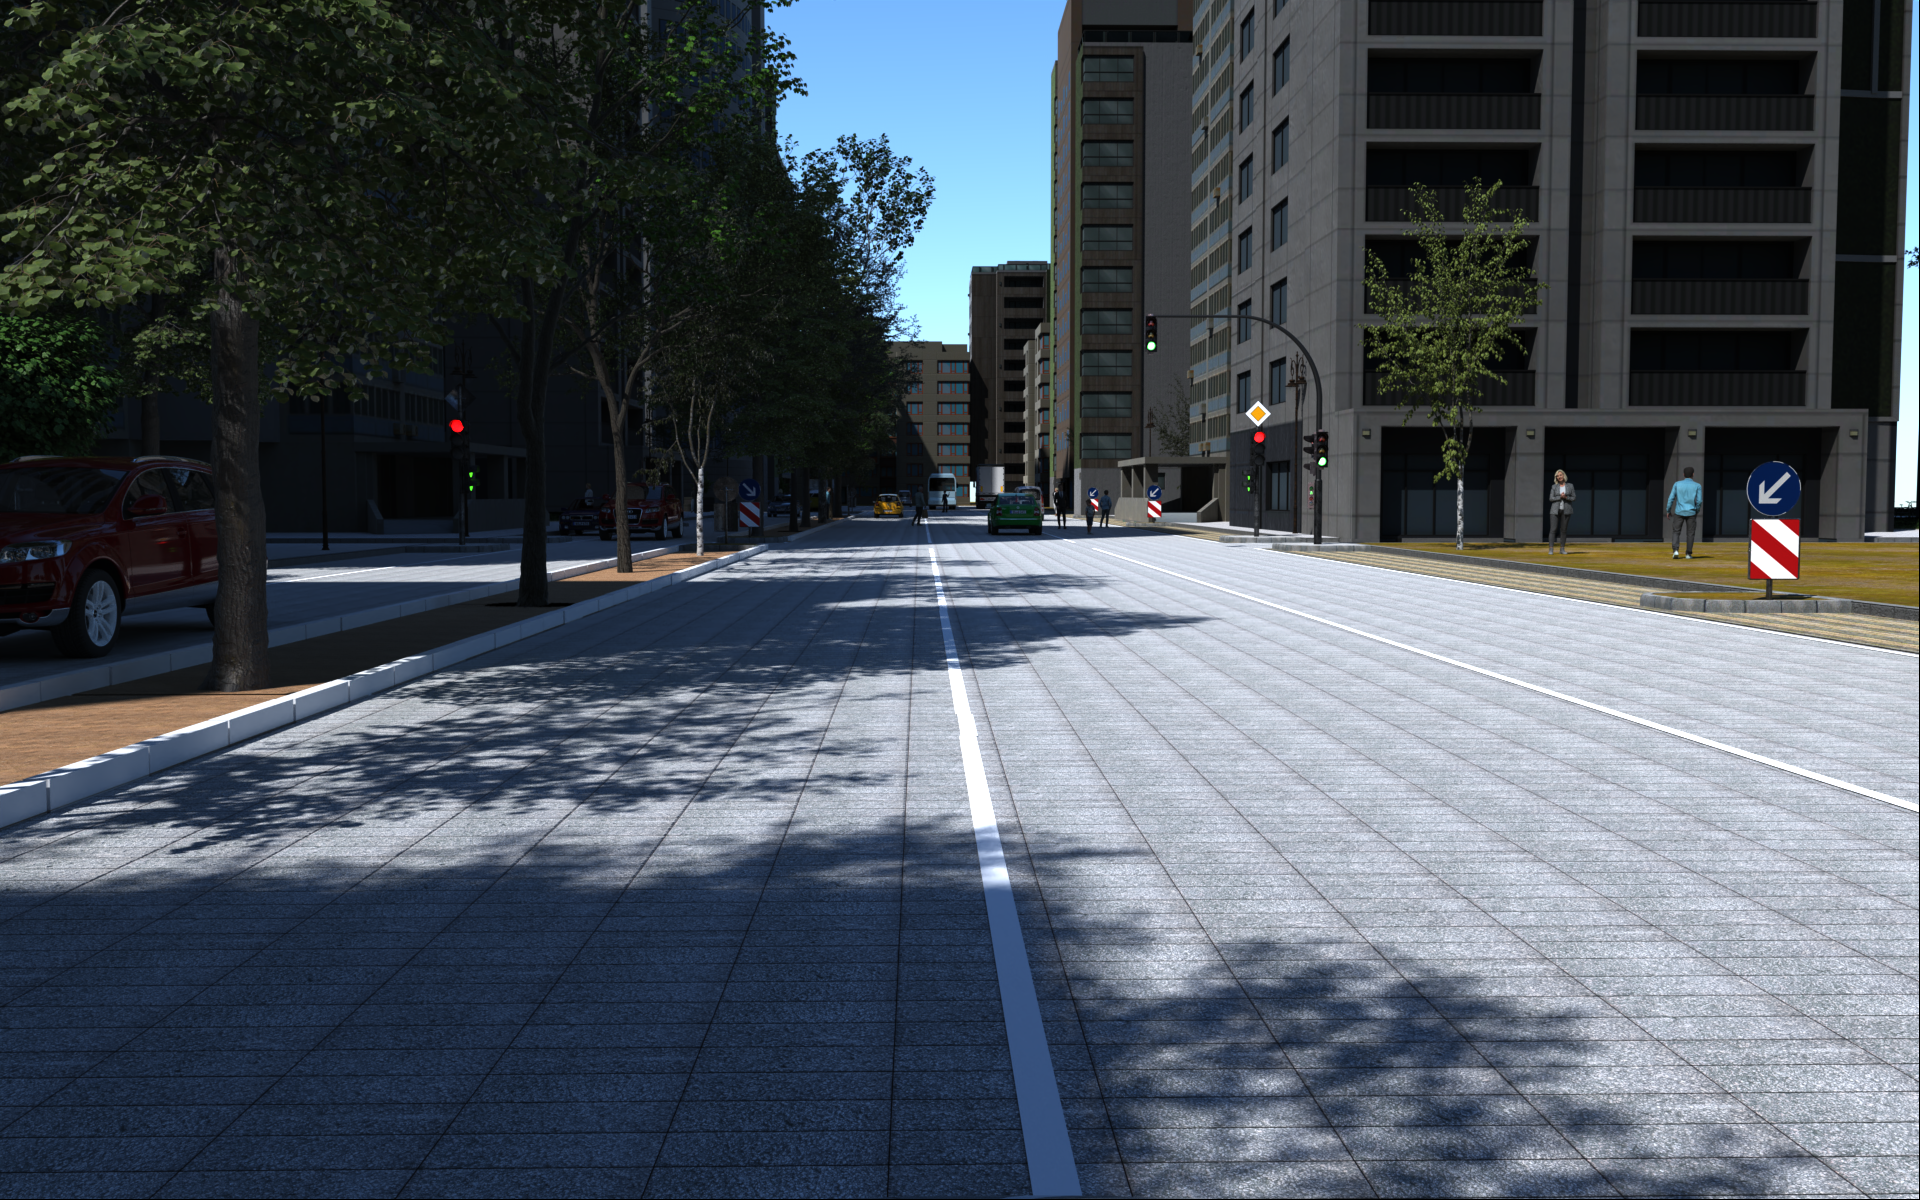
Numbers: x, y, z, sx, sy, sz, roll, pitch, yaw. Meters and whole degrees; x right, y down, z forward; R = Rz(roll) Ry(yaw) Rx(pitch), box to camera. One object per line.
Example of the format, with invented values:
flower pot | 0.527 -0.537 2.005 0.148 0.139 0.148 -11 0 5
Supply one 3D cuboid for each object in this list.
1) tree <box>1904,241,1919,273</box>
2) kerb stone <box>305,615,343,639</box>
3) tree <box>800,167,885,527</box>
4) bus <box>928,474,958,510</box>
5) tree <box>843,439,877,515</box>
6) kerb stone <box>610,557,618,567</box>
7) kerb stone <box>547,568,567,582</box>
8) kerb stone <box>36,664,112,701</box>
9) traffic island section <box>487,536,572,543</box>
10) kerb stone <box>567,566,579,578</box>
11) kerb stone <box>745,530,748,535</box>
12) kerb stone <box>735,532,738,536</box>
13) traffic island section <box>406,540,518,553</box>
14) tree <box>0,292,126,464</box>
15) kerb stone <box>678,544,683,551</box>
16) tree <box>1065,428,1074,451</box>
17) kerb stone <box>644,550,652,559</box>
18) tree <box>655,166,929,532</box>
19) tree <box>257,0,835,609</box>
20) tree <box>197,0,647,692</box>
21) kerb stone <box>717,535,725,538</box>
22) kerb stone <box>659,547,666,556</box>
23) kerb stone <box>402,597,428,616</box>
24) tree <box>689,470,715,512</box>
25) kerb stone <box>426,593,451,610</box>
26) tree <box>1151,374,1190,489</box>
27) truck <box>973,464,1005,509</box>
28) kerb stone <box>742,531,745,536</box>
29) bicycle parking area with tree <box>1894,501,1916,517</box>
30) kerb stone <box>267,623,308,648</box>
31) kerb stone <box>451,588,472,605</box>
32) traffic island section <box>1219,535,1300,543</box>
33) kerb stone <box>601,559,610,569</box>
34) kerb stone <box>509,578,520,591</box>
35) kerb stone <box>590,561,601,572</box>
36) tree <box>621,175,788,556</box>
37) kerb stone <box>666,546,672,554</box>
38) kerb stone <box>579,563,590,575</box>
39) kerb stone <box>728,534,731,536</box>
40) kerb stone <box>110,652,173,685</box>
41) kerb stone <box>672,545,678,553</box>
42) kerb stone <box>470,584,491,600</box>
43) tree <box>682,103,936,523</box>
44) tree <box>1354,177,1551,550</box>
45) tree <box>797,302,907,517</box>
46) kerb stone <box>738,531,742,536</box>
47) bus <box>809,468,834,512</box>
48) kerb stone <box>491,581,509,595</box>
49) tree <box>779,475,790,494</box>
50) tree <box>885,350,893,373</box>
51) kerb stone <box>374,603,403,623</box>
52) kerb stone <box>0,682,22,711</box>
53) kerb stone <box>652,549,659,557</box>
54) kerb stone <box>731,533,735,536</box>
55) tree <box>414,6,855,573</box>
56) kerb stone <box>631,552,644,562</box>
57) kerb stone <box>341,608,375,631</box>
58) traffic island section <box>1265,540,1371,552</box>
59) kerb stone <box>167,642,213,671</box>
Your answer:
tree | 25.696 -6.324 37.812 8.767 10.594 7.601 0 4 8
kerb stone | -6.484 0.288 17.487 0.120 0.150 1.000 0 4 -1
tree | -6.410 -8.156 53.934 7.486 12.596 7.792 0 3 0
bus | -1.631 -10.207 161.740 2.948 3.499 13.247 0 4 0
tree | -7.363 -9.902 114.718 4.737 8.622 4.395 0 3 0
kerb stone | -6.851 -0.715 33.882 0.120 0.150 1.000 0 4 -1
kerb stone | -6.732 -0.398 28.762 0.120 0.150 1.000 0 4 -1
kerb stone | -6.370 0.601 12.368 0.120 0.150 1.000 0 4 -1
traffic island section | -12.774 -1.801 51.731 2.009 0.180 2.903 0 4 -1
kerb stone | -6.756 -0.463 29.785 0.120 0.150 1.000 0 4 -1
kerb stone | -7.435 -2.254 59.049 0.120 0.150 1.000 0 4 -1
kerb stone | -7.362 -2.066 55.969 0.120 0.150 1.000 0 4 -1
traffic island section | -12.591 -1.313 43.748 2.009 0.180 2.903 0 4 -1
tree | -14.637 -2.637 26.823 4.285 4.588 4.351 0 3 0
kerb stone | -7.070 -1.279 43.108 0.120 0.150 1.000 0 4 -1
tree | 9.843 -10.555 122.943 4.737 8.622 4.395 0 3 0
kerb stone | -6.943 -0.966 37.986 0.120 0.150 1.000 0 4 -1
tree | -6.230 -9.287 64.670 12.009 13.543 11.850 0 3 0
tree | -5.311 -5.709 21.549 9.928 11.665 9.643 0 3 0
tree | -5.384 -5.636 12.727 7.486 12.596 7.792 0 3 0
kerb stone | -7.289 -1.875 52.896 0.120 0.150 1.000 0 4 -1
kerb stone | -6.996 -1.092 40.043 0.120 0.150 1.000 0 4 -1
kerb stone | -6.549 0.102 20.560 0.120 0.150 1.000 0 4 -1
tree | -18.339 -7.863 123.160 1.663 3.219 1.824 0 3 0
kerb stone | -6.572 0.038 21.582 0.120 0.150 1.000 0 4 -1
tree | 13.365 -9.278 102.064 4.360 8.622 3.978 0 3 0
truck | 2.827 -10.908 167.265 2.839 4.237 11.283 0 4 -1
kerb stone | -7.409 -2.187 58.025 0.120 0.150 1.000 0 4 -1
bicycle parking area with tree | 45.134 -6.237 88.969 8.231 4.147 9.016 0 4 1
kerb stone | -6.457 0.351 16.458 0.120 0.150 1.000 0 4 -1
kerb stone | -6.593 -0.018 22.604 0.120 0.150 1.000 0 4 -1
traffic island section | 8.962 -1.831 52.222 2.009 0.180 2.903 0 4 -1
kerb stone | -6.834 -0.652 32.860 0.120 0.150 1.000 0 4 -1
kerb stone | -6.665 -0.207 25.692 0.120 0.150 1.000 0 4 -1
kerb stone | -6.806 -0.590 31.838 0.120 0.150 1.000 0 4 -1
tree | -6.018 -5.329 39.952 4.360 8.622 3.978 0 3 0
kerb stone | -7.021 -1.154 41.064 0.120 0.150 1.000 0 4 -1
kerb stone | -6.781 -0.527 30.807 0.120 0.150 1.000 0 4 -1
kerb stone | -7.312 -1.940 53.917 0.120 0.150 1.000 0 4 -1
kerb stone | -6.381 0.539 13.389 0.120 0.150 1.000 0 4 -1
kerb stone | -7.047 -1.216 42.086 0.120 0.150 1.000 0 4 -1
kerb stone | -6.618 -0.087 23.625 0.120 0.150 1.000 0 4 -1
tree | -7.953 -13.849 84.772 12.611 20.169 13.585 0 3 0
tree | 11.264 -5.460 39.625 4.737 8.622 4.395 0 3 0
tree | -7.653 -12.113 107.163 9.857 13.997 8.962 0 3 0
kerb stone | -7.384 -2.129 56.997 0.120 0.150 1.000 0 4 -1
bus | -11.209 -9.273 143.158 2.896 3.916 12.252 0 4 -3
kerb stone | -6.642 -0.151 24.670 0.120 0.150 1.000 0 4 -1
tree | -17.562 -10.774 170.758 1.663 3.219 1.824 0 3 0
tree | -6.779 -9.438 74.899 7.486 12.596 7.792 0 3 0
kerb stone | -6.526 0.163 19.531 0.120 0.150 1.000 0 4 -1
kerb stone | -6.339 0.665 11.346 0.120 0.150 1.000 0 4 -1
kerb stone | -6.970 -1.029 39.015 0.120 0.150 1.000 0 4 -1
kerb stone | -7.331 -2.000 54.947 0.120 0.150 1.000 0 4 -1
tree | -6.062 -5.784 31.443 8.767 10.594 7.601 0 4 -1
kerb stone | -6.929 -0.903 36.953 0.120 0.150 1.000 0 4 -1
kerb stone | -6.495 0.225 18.509 0.120 0.150 1.000 0 4 -1
traffic island section | 9.144 -1.343 44.239 2.009 0.180 2.903 0 4 -1
kerb stone | -6.409 0.476 14.414 0.120 0.150 1.000 0 4 -1
